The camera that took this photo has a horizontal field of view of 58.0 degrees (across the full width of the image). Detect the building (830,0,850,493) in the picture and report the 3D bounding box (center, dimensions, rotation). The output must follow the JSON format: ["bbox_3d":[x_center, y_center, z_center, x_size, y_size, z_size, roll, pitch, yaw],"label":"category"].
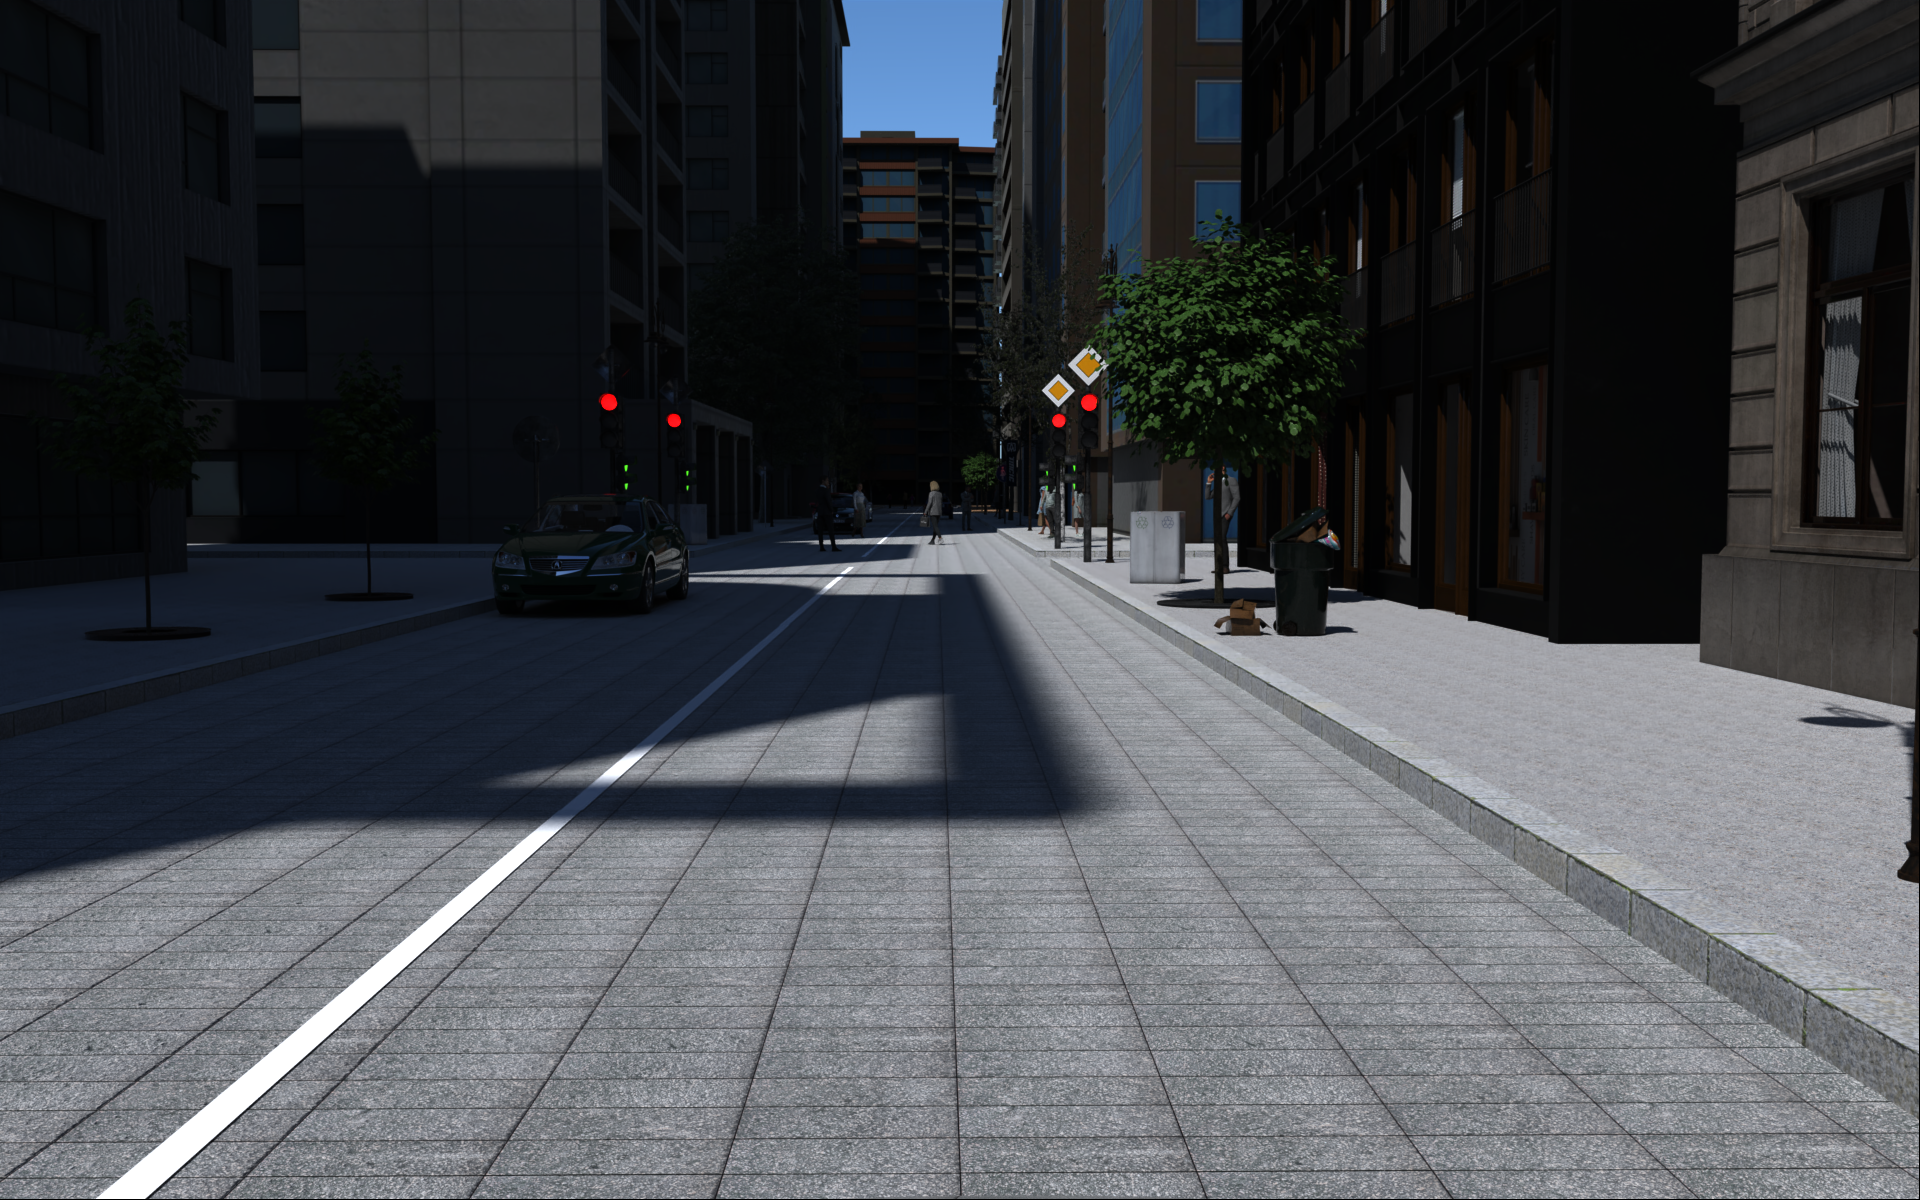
[{"bbox_3d":[-25.432,-35.791,174.413,27.495,52.752,28.713,0,4,-1],"label":"building"}]

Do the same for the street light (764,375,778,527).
[{"bbox_3d":[-7.353,-5.793,67.511,0.468,5.910,1.993,0,4,-1],"label":"street light"}]

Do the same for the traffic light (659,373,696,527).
[{"bbox_3d":[-6.588,-3.146,40.362,0.839,4.253,0.868,0,4,-1],"label":"traffic light"}]

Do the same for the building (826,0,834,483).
[{"bbox_3d":[-17.939,-30.242,144.570,14.600,45.320,14.200,0,4,-1],"label":"building"}]

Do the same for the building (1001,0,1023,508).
[{"bbox_3d":[14.602,-32.076,148.151,21.300,48.544,21.600,0,4,-1],"label":"building"}]

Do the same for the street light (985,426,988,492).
[{"bbox_3d":[1.727,-8.716,115.295,0.468,5.910,1.993,0,4,-1],"label":"street light"}]

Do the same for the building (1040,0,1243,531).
[{"bbox_3d":[10.836,-25.802,71.977,14.600,45.320,14.200,0,4,-1],"label":"building"}]

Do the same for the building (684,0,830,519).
[{"bbox_3d":[-14.382,-24.891,90.562,14.154,41.232,14.086,0,4,-1],"label":"building"}]

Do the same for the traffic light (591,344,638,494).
[{"bbox_3d":[-6.478,-2.658,32.378,0.839,4.253,0.868,0,4,-1],"label":"traffic light"}]

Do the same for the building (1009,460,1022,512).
[{"bbox_3d":[14.282,-42.076,126.187,20.563,71.187,20.611,0,4,-1],"label":"building"}]

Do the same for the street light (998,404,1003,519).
[{"bbox_3d":[2.024,-7.078,88.514,0.468,5.910,1.993,0,4,-1],"label":"street light"}]

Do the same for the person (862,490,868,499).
[{"bbox_3d":[-10.210,-10.872,184.351,0.990,1.755,0.434,2,4,33],"label":"person"}]

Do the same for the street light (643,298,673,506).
[{"bbox_3d":[-7.109,-4.168,40.939,0.468,5.910,1.993,0,4,-1],"label":"street light"}]

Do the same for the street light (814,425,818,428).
[{"bbox_3d":[-7.825,-7.418,94.079,0.468,5.910,1.993,0,4,-1],"label":"street light"}]

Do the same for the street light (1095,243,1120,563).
[{"bbox_3d":[2.799,-3.631,32.157,0.468,5.910,1.993,0,4,-1],"label":"street light"}]

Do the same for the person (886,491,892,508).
[{"bbox_3d":[-7.151,-10.112,174.509,0.721,1.739,1.217,1,4,23],"label":"person"}]

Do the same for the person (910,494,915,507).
[{"bbox_3d":[-5.281,-10.862,189.316,0.991,1.433,0.599,3,5,45],"label":"person"}]

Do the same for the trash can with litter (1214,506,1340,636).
[{"bbox_3d":[2.872,-0.265,15.716,1.055,1.170,0.624,0,4,-1],"label":"trash can with litter"}]

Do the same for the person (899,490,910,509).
[{"bbox_3d":[-5.283,-9.639,166.198,1.348,1.812,0.705,-3,5,-44],"label":"person"}]

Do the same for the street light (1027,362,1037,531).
[{"bbox_3d":[2.448,-5.361,60.443,0.468,5.910,1.993,0,4,-1],"label":"street light"}]

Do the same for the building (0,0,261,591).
[{"bbox_3d":[-18.672,-15.456,24.411,14.107,30.474,14.160,0,4,-1],"label":"building"}]

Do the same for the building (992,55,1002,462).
[{"bbox_3d":[14.625,-33.915,174.118,23.786,49.044,30.456,0,4,-1],"label":"building"}]

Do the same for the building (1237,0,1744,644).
[{"bbox_3d":[11.151,-11.767,22.068,12.332,23.373,15.834,0,4,-1],"label":"building"}]

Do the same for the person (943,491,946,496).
[{"bbox_3d":[-1.624,-11.052,189.989,0.721,1.735,1.217,0,4,1],"label":"person"}]

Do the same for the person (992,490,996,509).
[{"bbox_3d":[2.989,-8.364,144.256,0.593,1.643,0.415,0,4,3],"label":"person"}]

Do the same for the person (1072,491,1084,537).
[{"bbox_3d":[3.598,-2.756,52.114,0.522,1.701,0.512,2,4,29],"label":"person"}]

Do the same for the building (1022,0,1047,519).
[{"bbox_3d":[14.153,-34.176,100.774,21.231,58.520,28.212,0,4,-1],"label":"building"}]

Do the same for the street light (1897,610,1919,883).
[{"bbox_3d":[3.223,-2.006,5.588,0.468,5.910,1.993,0,4,-1],"label":"street light"}]

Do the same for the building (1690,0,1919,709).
[{"bbox_3d":[10.476,-8.503,3.648,10.561,19.102,19.286,0,4,-1],"label":"building"}]

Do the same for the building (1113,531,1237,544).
[{"bbox_3d":[11.843,-24.464,50.103,14.200,45.320,14.600,0,4,-1],"label":"building"}]

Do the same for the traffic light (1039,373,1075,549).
[{"bbox_3d":[2.272,-3.155,40.500,0.839,4.253,0.868,0,4,-1],"label":"traffic light"}]

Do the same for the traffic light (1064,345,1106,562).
[{"bbox_3d":[2.382,-2.666,32.516,0.839,4.253,0.868,0,4,-1],"label":"traffic light"}]

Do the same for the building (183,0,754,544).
[{"bbox_3d":[-17.249,-37.583,52.740,20.563,71.187,20.611,0,4,-1],"label":"building"}]

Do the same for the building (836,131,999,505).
[{"bbox_3d":[-9.397,-34.076,211.761,28.867,44.769,22.147,0,4,-1],"label":"building"}]

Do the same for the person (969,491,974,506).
[{"bbox_3d":[1.116,-11.203,189.224,0.705,1.822,1.348,2,4,31],"label":"person"}]

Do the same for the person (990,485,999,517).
[{"bbox_3d":[2.085,-5.544,96.862,0.728,1.800,0.709,2,4,32],"label":"person"}]
